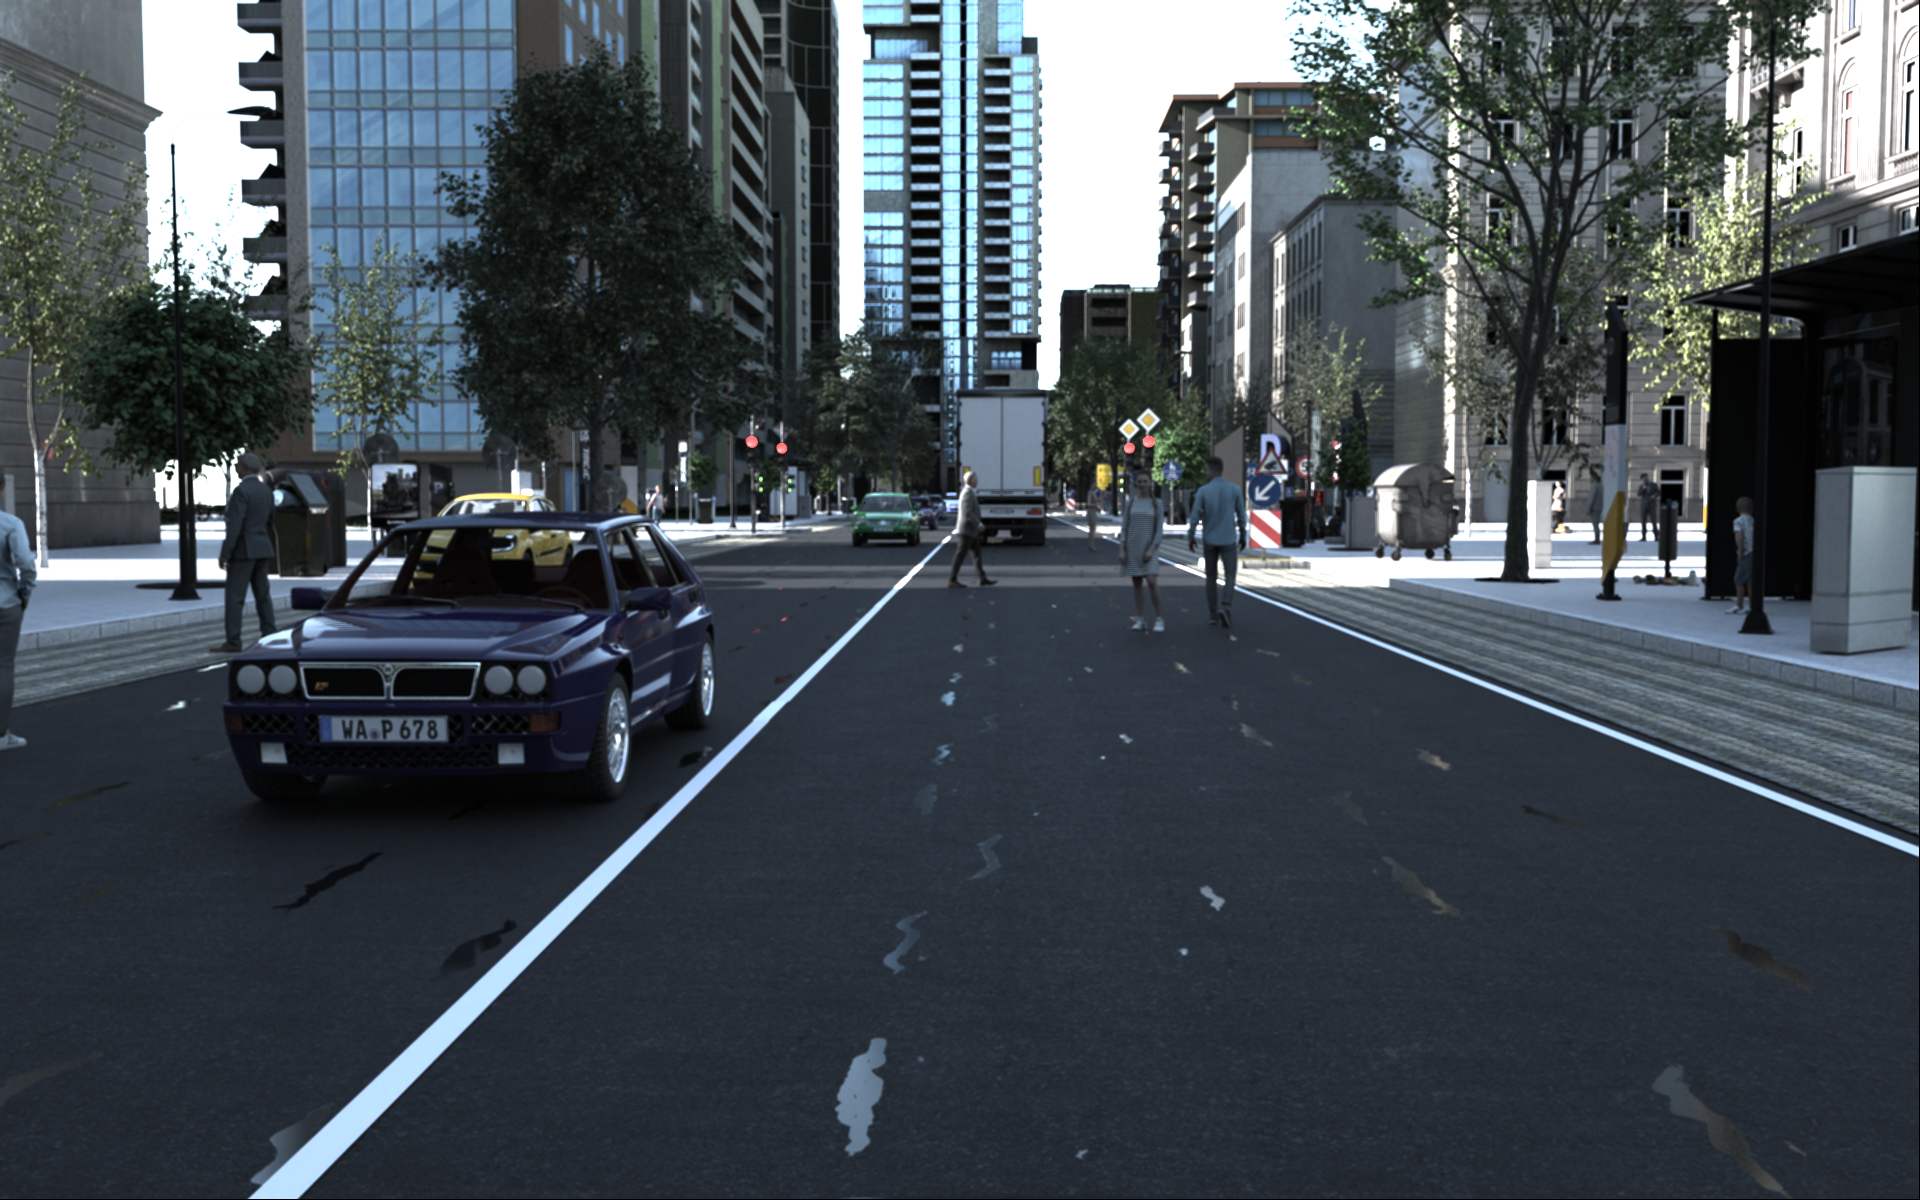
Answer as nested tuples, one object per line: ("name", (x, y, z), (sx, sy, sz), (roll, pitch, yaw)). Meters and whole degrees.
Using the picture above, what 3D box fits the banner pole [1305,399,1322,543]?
("banner pole", (9.334, -3.413, 45.815), (0.401, 3.779, 0.863), (3, 5, 40))

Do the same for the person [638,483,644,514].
("person", (-15.112, -4.569, 81.096), (0.623, 1.781, 0.721), (-1, 4, -23))

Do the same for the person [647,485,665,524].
("person", (-10.992, -3.237, 62.089), (0.598, 1.740, 0.731), (2, 4, 23))

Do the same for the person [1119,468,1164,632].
("person", (1.939, -0.536, 18.272), (0.512, 1.701, 0.522), (1, 4, 20))

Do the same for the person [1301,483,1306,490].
("person", (16.270, -4.643, 82.202), (0.600, 1.795, 0.529), (-1, 4, -12))

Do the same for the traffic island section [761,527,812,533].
("traffic island section", (-6.637, -2.602, 64.830), (2.009, 0.180, 2.903), (0, 4, 1))

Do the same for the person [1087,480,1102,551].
("person", (3.383, -2.134, 43.725), (0.374, 1.781, 0.599), (1, 4, 16))

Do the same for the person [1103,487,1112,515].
("person", (9.003, -6.036, 105.576), (0.563, 1.720, 0.643), (0, 4, -7))

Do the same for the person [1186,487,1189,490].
("person", (19.905, -8.911, 151.364), (1.348, 1.869, 0.705), (1, 4, 16))

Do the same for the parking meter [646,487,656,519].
("parking meter", (-11.745, -3.516, 65.891), (0.372, 1.533, 0.369), (0, 3, 0))

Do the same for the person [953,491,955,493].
("person", (-0.710, -12.424, 211.258), (1.348, 1.869, 0.705), (2, 4, 33))

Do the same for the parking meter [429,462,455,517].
("parking meter", (-9.422, -1.578, 31.508), (0.399, 1.863, 0.255), (0, 4, 3))

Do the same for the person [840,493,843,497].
("person", (-10.462, -8.783, 149.280), (0.705, 1.869, 1.348), (2, 4, 34))

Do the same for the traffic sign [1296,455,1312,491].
("traffic sign", (11.412, -3.474, 56.906), (0.768, 2.556, 0.104), (0, 4, 4))

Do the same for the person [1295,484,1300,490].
("person", (16.651, -4.872, 85.980), (0.573, 1.790, 0.520), (-2, 4, -34))

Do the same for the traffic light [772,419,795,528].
("traffic light", (-6.597, -4.634, 64.694), (0.839, 4.253, 0.868), (0, 4, 1))

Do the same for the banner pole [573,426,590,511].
("banner pole", (-12.306, -4.057, 56.356), (0.863, 3.779, 0.401), (-2, 4, -31))

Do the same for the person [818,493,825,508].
("person", (-12.786, -9.351, 158.889), (1.348, 1.831, 0.705), (-2, 4, -29))

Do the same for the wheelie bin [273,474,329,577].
("wheelie bin", (-10.262, -1.159, 26.864), (0.693, 1.594, 0.980), (1, 4, 8))

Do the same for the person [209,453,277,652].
("person", (-6.525, -0.430, 15.714), (0.590, 1.801, 0.661), (1, 4, 12))

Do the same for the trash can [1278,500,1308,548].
("trash can", (7.955, -1.825, 41.493), (0.748, 1.137, 0.748), (0, 3, 0))

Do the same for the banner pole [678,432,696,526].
("banner pole", (-11.108, -4.911, 70.306), (0.863, 3.779, 0.401), (2, 4, 31))

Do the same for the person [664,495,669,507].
("person", (-20.492, -6.749, 121.061), (0.362, 1.253, 0.373), (2, 4, 23))

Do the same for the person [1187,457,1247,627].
("person", (2.801, -0.648, 18.952), (0.638, 1.841, 0.748), (1, 4, 16))

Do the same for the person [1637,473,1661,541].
("person", (18.752, -2.523, 47.103), (0.655, 1.846, 0.447), (2, 4, 25))

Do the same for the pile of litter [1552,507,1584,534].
("pile of litter", (19.332, -2.583, 56.195), (1.176, 0.858, 1.719), (-3, 4, -38))

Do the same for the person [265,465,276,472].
("person", (-14.823, -1.943, 37.173), (0.474, 1.900, 0.648), (-2, 4, -26))

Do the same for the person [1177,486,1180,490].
("person", (11.783, -5.281, 92.934), (0.362, 1.759, 0.519), (2, 4, 34))

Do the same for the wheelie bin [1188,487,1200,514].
("wheelie bin", (11.396, -4.608, 83.256), (0.693, 1.594, 0.980), (-1, 4, -21))

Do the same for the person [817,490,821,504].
("person", (-11.072, -7.989, 136.907), (0.600, 1.795, 0.529), (2, 4, 26))

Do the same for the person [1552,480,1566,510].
("person", (21.864, -3.489, 63.429), (0.374, 1.781, 0.599), (-2, 4, -35))

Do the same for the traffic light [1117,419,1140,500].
("traffic light", (6.262, -4.620, 64.465), (0.839, 4.253, 0.868), (0, 4, 1))

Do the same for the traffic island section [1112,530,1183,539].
("traffic island section", (6.149, -2.099, 56.594), (2.009, 0.180, 2.903), (0, 4, 1))

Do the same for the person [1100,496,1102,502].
("person", (16.192, -11.524, 197.689), (0.599, 1.433, 0.991), (2, 4, 28))

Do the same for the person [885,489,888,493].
("person", (-7.396, -10.058, 170.571), (1.350, 1.814, 0.705), (0, 4, -8))

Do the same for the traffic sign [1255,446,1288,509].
("traffic sign", (8.408, -2.865, 46.847), (0.884, 2.594, 0.081), (0, 4, 6))

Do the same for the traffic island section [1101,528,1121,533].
("traffic island section", (6.302, -2.587, 64.578), (2.009, 0.180, 2.903), (0, 4, 1))

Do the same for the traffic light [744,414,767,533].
("traffic light", (-6.750, -4.146, 56.711), (0.839, 4.253, 0.868), (0, 4, 1))

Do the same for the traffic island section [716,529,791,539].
("traffic island section", (-6.790, -2.114, 56.846), (2.009, 0.180, 2.903), (0, 4, 1))

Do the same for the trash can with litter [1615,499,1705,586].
("trash can with litter", (10.336, -0.854, 25.015), (1.678, 1.210, 2.233), (1, 4, 21))

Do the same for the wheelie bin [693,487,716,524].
("wheelie bin", (-10.907, -4.036, 73.898), (0.980, 1.594, 0.693), (-1, 4, -9))

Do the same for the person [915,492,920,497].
("person", (-4.601, -10.609, 182.668), (1.217, 1.736, 0.721), (1, 4, 20))

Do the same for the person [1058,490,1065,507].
("person", (10.315, -10.312, 175.453), (0.742, 1.727, 0.445), (-3, 5, -42))

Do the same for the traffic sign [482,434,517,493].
("traffic sign", (-9.827, -2.255, 36.972), (0.768, 2.556, 0.104), (0, 4, 3))

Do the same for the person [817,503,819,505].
("person", (-17.194, -12.385, 209.366), (0.721, 1.723, 1.217), (3, 5, 41))

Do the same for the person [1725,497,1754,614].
("person", (8.364, -0.474, 18.478), (0.332, 1.250, 0.352), (0, 4, 6))

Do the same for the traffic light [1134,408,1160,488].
("traffic light", (6.109, -4.132, 56.481), (0.839, 4.253, 0.868), (0, 4, 1))

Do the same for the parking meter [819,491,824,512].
("parking meter", (-10.027, -7.170, 125.632), (0.372, 1.533, 0.369), (0, 3, 0))

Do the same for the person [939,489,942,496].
("person", (-1.664, -8.730, 150.864), (0.705, 1.869, 1.348), (1, 4, 12))

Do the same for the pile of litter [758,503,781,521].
("pile of litter", (-8.949, -4.138, 81.623), (1.176, 0.858, 1.719), (1, 4, 22))

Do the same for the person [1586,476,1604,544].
("person", (16.232, -2.327, 44.194), (0.391, 1.810, 0.635), (3, 5, 40))

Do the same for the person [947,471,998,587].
("person", (0.209, -1.086, 26.658), (0.834, 1.777, 0.661), (-1, 4, -13))

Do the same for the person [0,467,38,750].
("person", (-5.440, 0.037, 9.699), (0.589, 1.601, 0.330), (0, 4, 3))

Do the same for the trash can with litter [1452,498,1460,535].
("trash can with litter", (15.114, -2.618, 54.195), (1.055, 1.170, 0.624), (1, 4, 20))

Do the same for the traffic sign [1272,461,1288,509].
("traffic sign", (9.553, -3.057, 52.118), (0.606, 2.300, 0.079), (0, 4, 1))

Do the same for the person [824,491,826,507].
("person", (-12.923, -9.771, 166.355), (0.434, 1.755, 0.990), (-1, 4, -23))

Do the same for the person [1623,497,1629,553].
("person", (14.350, -1.643, 37.590), (0.332, 1.250, 0.352), (0, 4, -3))

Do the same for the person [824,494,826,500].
("person", (-11.279, -8.285, 144.696), (0.628, 1.438, 0.799), (0, 4, 5))

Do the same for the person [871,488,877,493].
("person", (-7.460, -8.802, 149.961), (1.348, 1.823, 0.705), (0, 4, 6))
